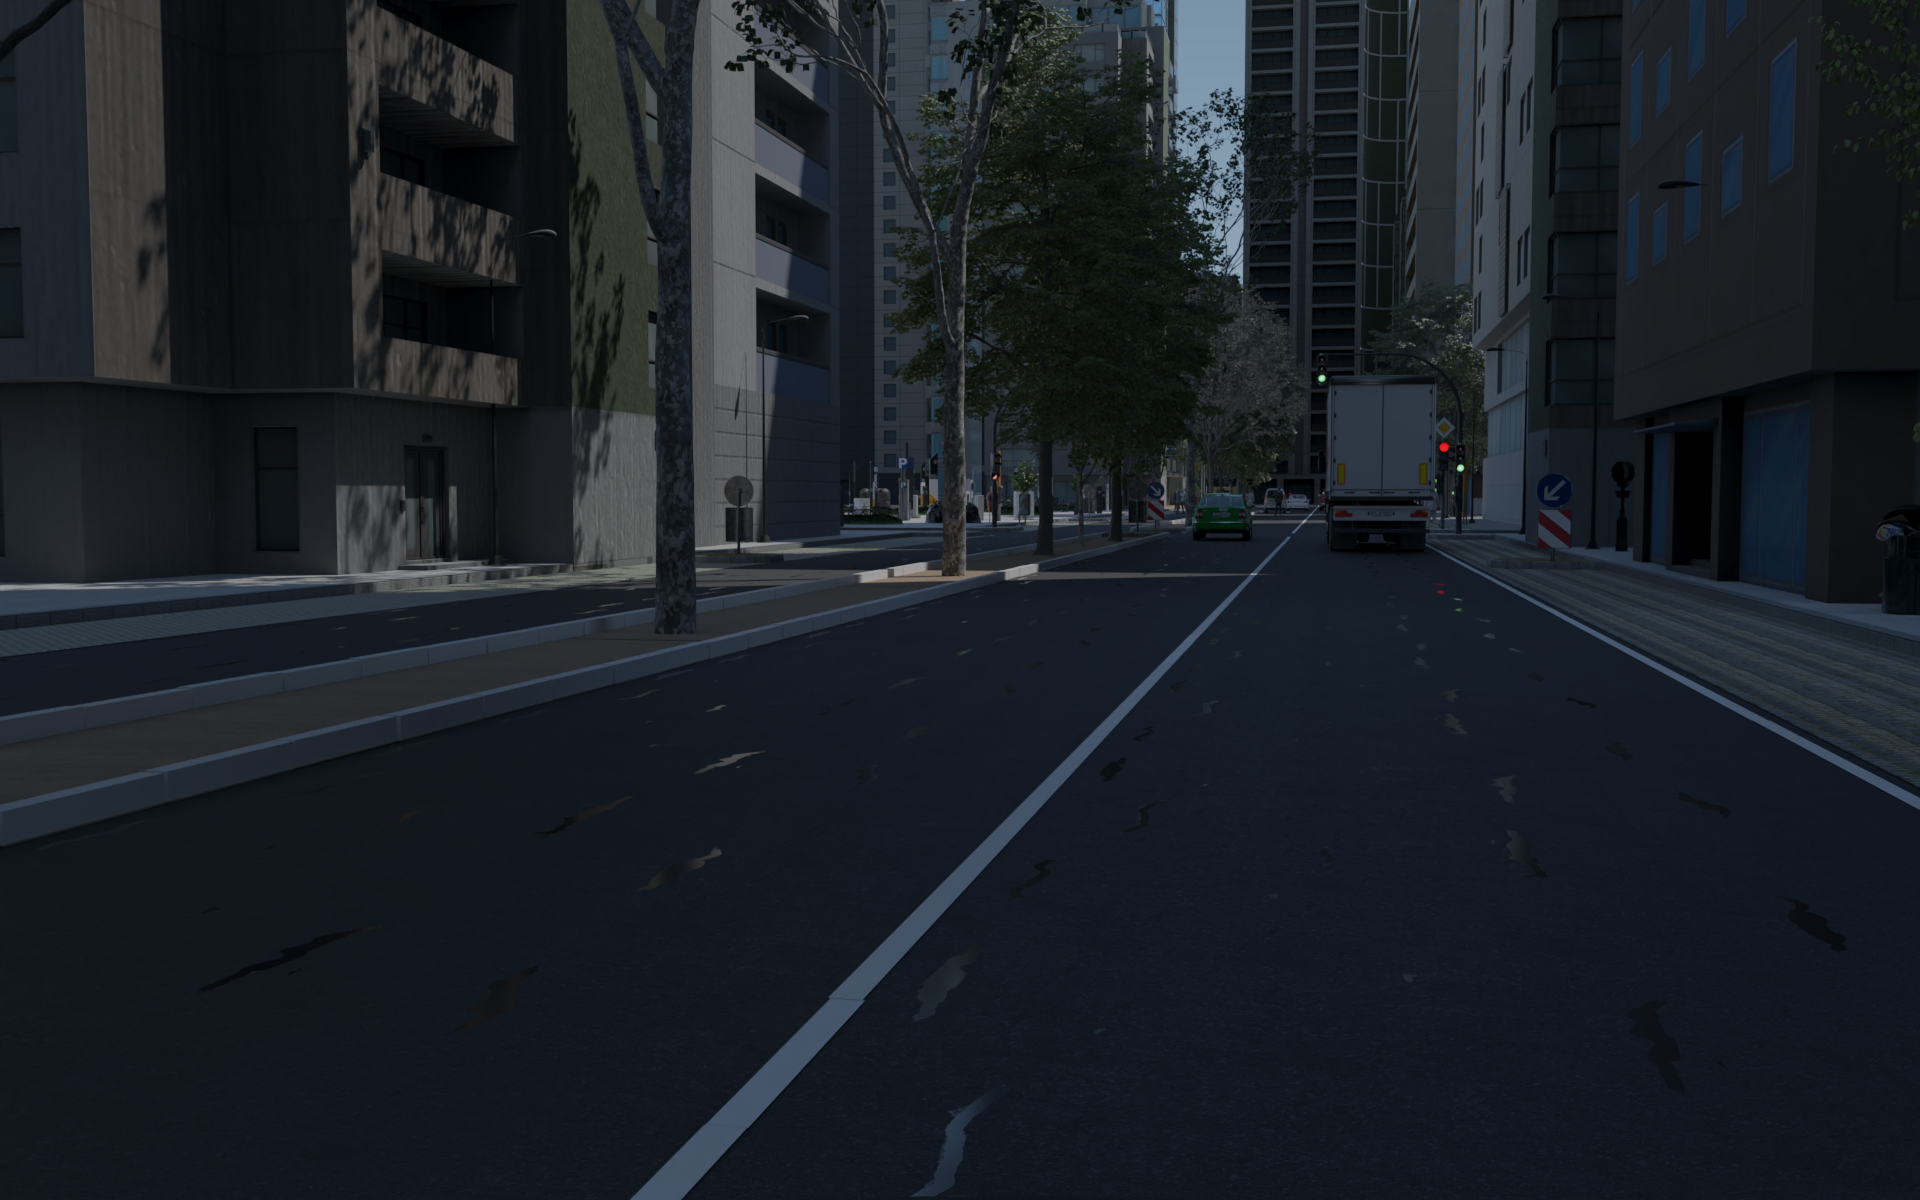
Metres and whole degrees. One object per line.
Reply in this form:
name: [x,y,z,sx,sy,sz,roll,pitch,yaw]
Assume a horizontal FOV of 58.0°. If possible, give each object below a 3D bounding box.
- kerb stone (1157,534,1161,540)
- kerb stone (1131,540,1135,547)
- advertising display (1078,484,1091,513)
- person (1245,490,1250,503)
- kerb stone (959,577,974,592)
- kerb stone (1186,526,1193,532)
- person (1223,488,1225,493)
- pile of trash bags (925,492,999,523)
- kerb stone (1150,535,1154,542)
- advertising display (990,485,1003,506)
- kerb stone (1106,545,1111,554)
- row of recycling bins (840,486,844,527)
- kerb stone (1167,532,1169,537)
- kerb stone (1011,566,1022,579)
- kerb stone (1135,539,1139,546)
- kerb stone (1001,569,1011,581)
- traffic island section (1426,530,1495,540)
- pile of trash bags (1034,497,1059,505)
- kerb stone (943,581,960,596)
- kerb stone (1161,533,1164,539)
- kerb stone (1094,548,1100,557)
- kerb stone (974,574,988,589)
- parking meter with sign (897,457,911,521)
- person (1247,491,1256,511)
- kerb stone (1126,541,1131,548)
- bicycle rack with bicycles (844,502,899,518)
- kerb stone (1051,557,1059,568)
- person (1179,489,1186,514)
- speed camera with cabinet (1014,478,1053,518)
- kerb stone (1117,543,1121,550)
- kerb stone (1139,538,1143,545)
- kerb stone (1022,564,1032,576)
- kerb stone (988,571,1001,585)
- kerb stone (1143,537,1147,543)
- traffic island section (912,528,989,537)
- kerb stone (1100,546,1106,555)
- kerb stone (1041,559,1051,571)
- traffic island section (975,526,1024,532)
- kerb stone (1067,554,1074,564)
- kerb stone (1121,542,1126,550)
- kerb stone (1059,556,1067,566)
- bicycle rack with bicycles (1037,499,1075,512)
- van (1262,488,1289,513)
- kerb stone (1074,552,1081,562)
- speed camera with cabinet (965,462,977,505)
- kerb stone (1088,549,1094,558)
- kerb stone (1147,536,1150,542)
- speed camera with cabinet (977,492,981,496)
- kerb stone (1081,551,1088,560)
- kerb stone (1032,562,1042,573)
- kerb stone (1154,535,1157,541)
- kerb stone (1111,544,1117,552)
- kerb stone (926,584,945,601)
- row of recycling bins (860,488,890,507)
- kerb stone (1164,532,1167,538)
kerb stone: [6.023,-1.923,53.636,0.120,0.150,1.000,1,4,12]
kerb stone: [4.525,-1.494,46.637,0.120,0.150,1.000,1,4,12]
advertising display: [8.267,-6.716,115.015,0.974,1.923,0.123,2,4,32]
person: [21.812,-7.481,131.647,0.643,1.720,0.563,-1,4,-23]
kerb stone: [0.016,-0.205,25.552,0.120,0.150,1.000,1,4,12]
kerb stone: [8.923,-2.753,67.209,0.120,0.150,1.000,1,4,12]
person: [16.994,-6.308,111.907,0.678,1.792,0.850,2,4,25]
pile of trash bags: [0.266,-4.098,76.760,3.447,1.369,1.912,-2,4,-32]
kerb stone: [5.591,-1.801,51.638,0.120,0.150,1.000,1,4,12]
advertising display: [2.639,-7.279,124.217,0.974,1.923,0.123,-2,4,-23]
kerb stone: [3.457,-1.188,41.625,0.120,0.150,1.000,1,4,12]
row of recycling bins: [-5.528,-3.797,69.200,1.069,1.692,3.534,-2,4,-24]
kerb stone: [6.660,-2.107,56.643,0.120,0.150,1.000,1,4,12]
kerb stone: [0.871,-0.447,29.583,0.120,0.150,1.000,1,4,12]
kerb stone: [4.740,-1.556,47.636,0.120,0.150,1.000,1,4,12]
kerb stone: [0.655,-0.391,28.584,0.120,0.150,1.000,1,4,12]
traffic island section: [15.964,-2.027,55.429,2.009,0.180,2.903,1,4,12]
pile of trash bags: [6.642,-7.549,133.179,1.912,1.369,3.447,0,4,-4]
kerb stone: [-0.202,-0.144,24.553,0.120,0.150,1.000,1,4,12]
kerb stone: [6.234,-1.984,54.641,0.120,0.150,1.000,1,4,12]
kerb stone: [3.025,-1.064,39.611,0.120,0.150,1.000,1,4,12]
kerb stone: [0.229,-0.267,26.564,0.120,0.150,1.000,1,4,12]
parking meter with sign: [-2.658,-5.311,83.098,0.543,3.016,1.738,0,4,4]
person: [21.874,-7.433,130.389,0.694,1.780,0.624,2,4,35]
kerb stone: [4.312,-1.430,45.632,0.120,0.150,1.000,1,4,12]
bicycle rack with bicycles: [-4.128,-3.874,76.724,2.925,0.926,2.852,-1,4,-17]
kerb stone: [1.736,-0.696,33.595,0.120,0.150,1.000,1,4,12]
person: [15.970,-7.057,124.373,0.782,1.767,0.515,3,5,43]
speed camera with cabinet: [3.931,-6.024,92.832,2.038,3.252,0.660,-1,4,-15]
kerb stone: [3.881,-1.305,43.625,0.120,0.150,1.000,1,4,12]
kerb stone: [4.958,-1.617,48.635,0.120,0.150,1.000,1,4,12]
kerb stone: [1.090,-0.512,30.587,0.120,0.150,1.000,1,4,12]
kerb stone: [0.452,-0.329,27.570,0.120,0.150,1.000,1,4,12]
kerb stone: [5.164,-1.677,49.636,0.120,0.150,1.000,1,4,12]
traffic island section: [-0.359,-2.240,58.912,2.009,0.180,2.903,1,4,12]
kerb stone: [3.244,-1.127,40.614,0.120,0.150,1.000,1,4,12]
kerb stone: [1.520,-0.635,32.595,0.120,0.150,1.000,1,4,12]
traffic island section: [1.311,-2.718,66.721,2.009,0.180,2.903,1,4,12]
kerb stone: [2.163,-0.820,35.599,0.120,0.150,1.000,1,4,12]
kerb stone: [4.094,-1.369,44.630,0.120,0.150,1.000,1,4,12]
kerb stone: [1.955,-0.757,34.595,0.120,0.150,1.000,1,4,12]
bicycle rack with bicycles: [6.903,-6.619,121.608,2.925,0.926,2.852,0,4,5]
van: [23.704,-7.528,130.098,2.013,2.044,4.112,1,4,11]
kerb stone: [2.375,-0.880,36.603,0.120,0.150,1.000,1,4,12]
speed camera with cabinet: [0.324,-6.741,104.551,0.660,3.252,2.038,1,4,12]
kerb stone: [2.806,-1.004,38.612,0.120,0.150,1.000,1,4,12]
kerb stone: [5.379,-1.735,50.639,0.120,0.150,1.000,1,4,12]
speed camera with cabinet: [1.155,-9.037,142.089,0.660,3.252,2.038,1,4,20]
kerb stone: [2.594,-0.943,37.610,0.120,0.150,1.000,1,4,12]
kerb stone: [1.304,-0.564,31.590,0.120,0.150,1.000,1,4,12]
kerb stone: [5.808,-1.858,52.637,0.120,0.150,1.000,1,4,12]
kerb stone: [3.671,-1.249,42.624,0.120,0.150,1.000,1,4,12]
kerb stone: [-0.411,-0.080,23.549,0.120,0.150,1.000,1,4,12]
row of recycling bins: [-6.004,-7.053,122.433,1.069,1.692,3.534,-2,4,-31]
kerb stone: [6.449,-2.046,55.643,0.120,0.150,1.000,1,4,12]
